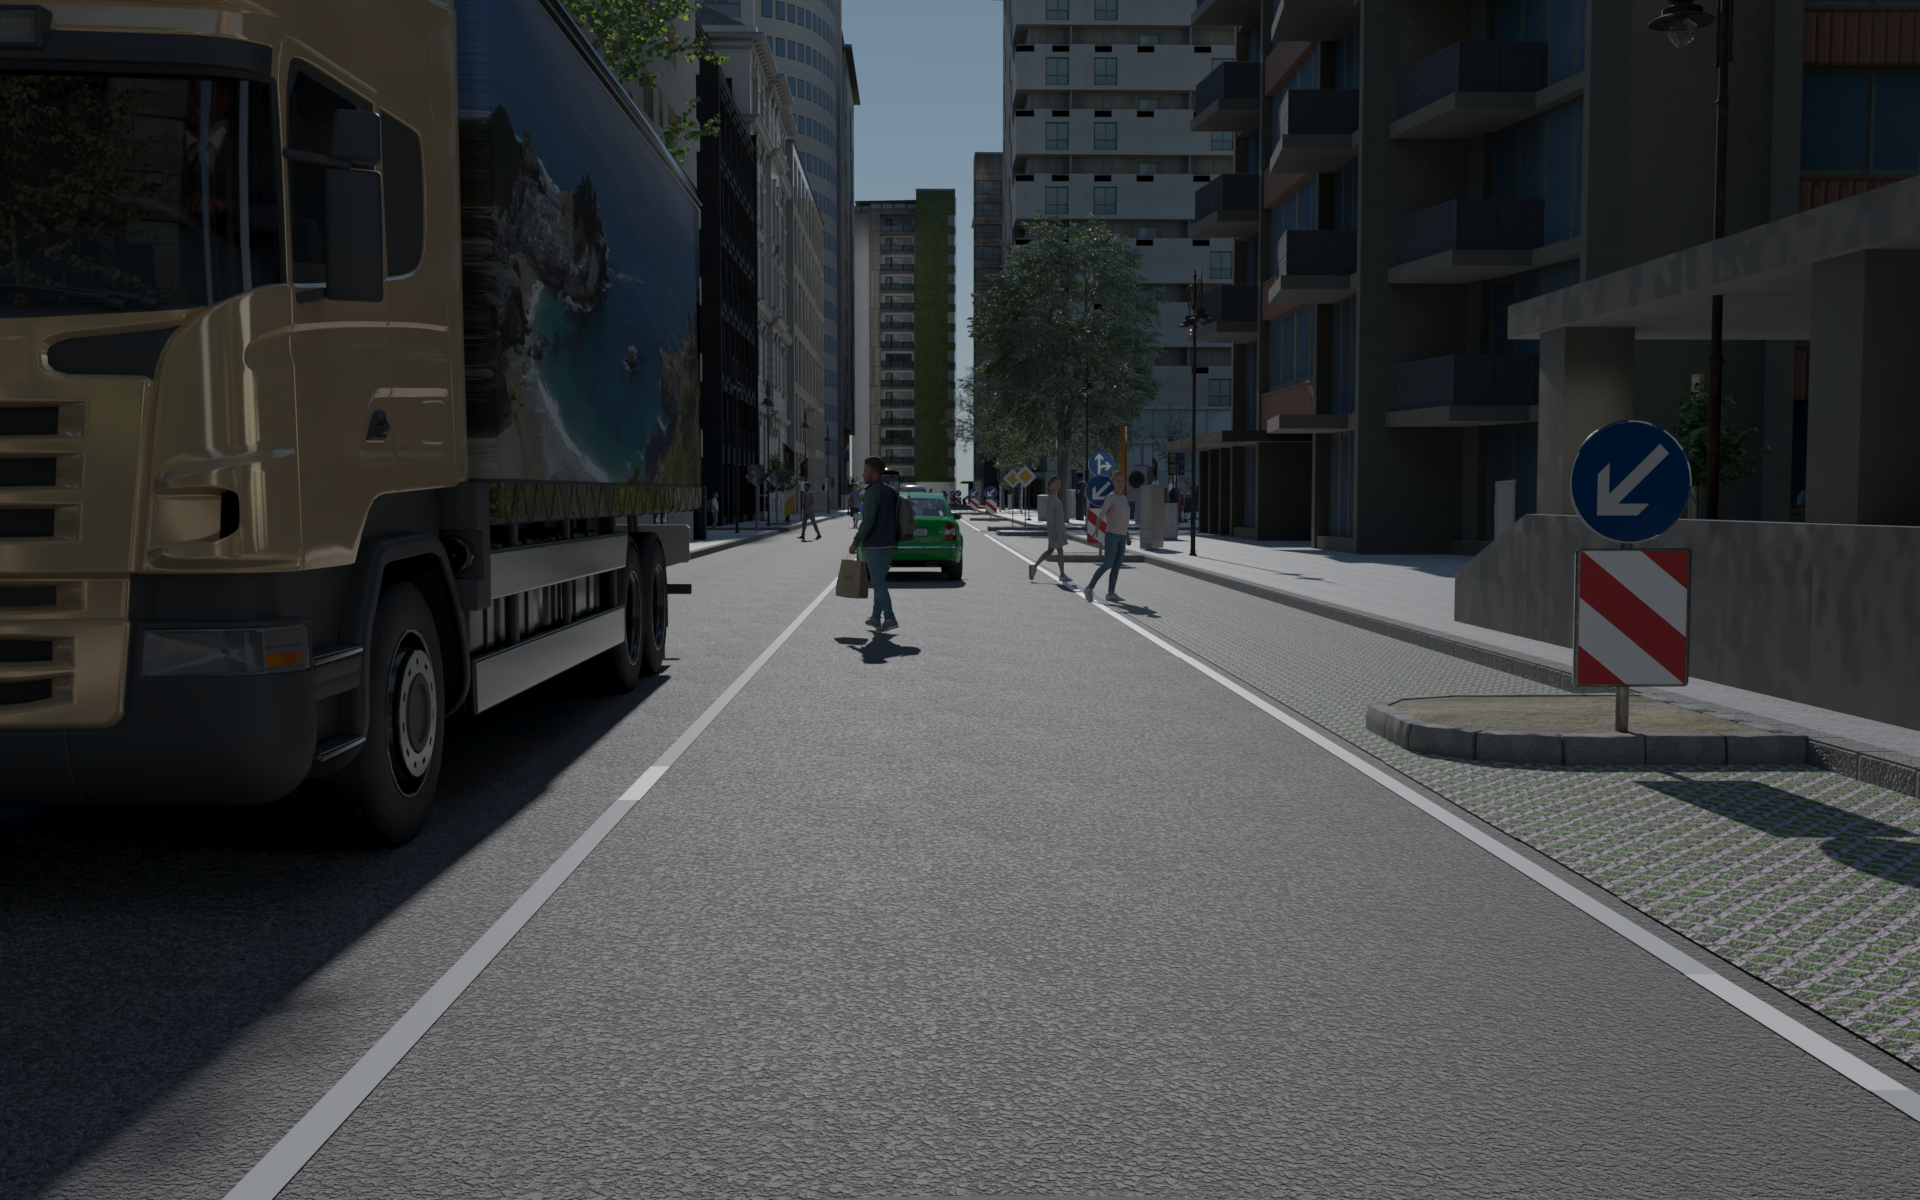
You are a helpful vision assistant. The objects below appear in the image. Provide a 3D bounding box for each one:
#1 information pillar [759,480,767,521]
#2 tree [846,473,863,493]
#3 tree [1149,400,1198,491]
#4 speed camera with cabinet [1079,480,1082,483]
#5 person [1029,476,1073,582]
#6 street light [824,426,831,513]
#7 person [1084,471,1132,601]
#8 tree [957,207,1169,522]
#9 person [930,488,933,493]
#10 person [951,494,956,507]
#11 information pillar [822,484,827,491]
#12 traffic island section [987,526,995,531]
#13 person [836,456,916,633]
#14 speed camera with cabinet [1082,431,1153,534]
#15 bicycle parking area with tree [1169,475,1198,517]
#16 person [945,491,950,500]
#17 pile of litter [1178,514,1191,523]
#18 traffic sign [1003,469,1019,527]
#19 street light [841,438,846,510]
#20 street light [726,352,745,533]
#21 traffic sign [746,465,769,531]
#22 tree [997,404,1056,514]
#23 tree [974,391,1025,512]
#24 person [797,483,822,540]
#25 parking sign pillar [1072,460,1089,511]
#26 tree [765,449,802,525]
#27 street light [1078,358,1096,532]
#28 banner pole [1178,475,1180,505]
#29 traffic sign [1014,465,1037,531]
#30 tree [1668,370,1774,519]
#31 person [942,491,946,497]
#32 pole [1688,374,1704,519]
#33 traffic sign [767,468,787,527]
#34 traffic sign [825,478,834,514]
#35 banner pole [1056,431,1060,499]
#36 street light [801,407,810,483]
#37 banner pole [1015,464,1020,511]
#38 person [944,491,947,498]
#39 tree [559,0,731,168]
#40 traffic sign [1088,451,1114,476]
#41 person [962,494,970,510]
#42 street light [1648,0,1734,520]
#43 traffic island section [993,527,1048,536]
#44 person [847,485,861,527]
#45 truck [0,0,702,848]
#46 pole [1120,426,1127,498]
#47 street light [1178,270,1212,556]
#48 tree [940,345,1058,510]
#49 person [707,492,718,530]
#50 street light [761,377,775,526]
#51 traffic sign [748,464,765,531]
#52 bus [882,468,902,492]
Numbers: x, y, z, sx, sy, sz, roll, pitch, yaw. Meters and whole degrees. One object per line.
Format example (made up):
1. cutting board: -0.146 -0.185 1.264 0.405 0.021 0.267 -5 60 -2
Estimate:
1. information pillar: -9.371 -4.779 82.631 0.304 2.012 0.304 2 4 27
2. tree: -10.091 -10.318 163.300 1.663 3.219 1.824 0 3 0
3. tree: 16.642 -11.194 133.382 4.360 8.622 3.978 0 3 0
4. speed camera with cabinet: 7.756 -7.467 116.422 2.038 3.252 0.660 -1 4 -21
5. person: 1.503 -1.164 28.274 0.760 1.731 0.466 -2 4 -26
6. street light: -8.781 -8.709 115.186 0.468 5.910 1.993 0 4 -1
7. person: 1.923 -0.850 23.065 0.598 1.740 0.731 2 4 25
8. tree: 4.767 -10.492 78.196 9.857 13.997 8.962 0 3 0
9. person: -1.957 -6.648 117.224 0.581 1.822 0.654 0 4 7
10. person: -0.572 -10.879 189.589 0.991 1.433 0.599 1 4 21
11. information pillar: -10.070 -7.613 128.968 0.304 2.012 0.304 2 4 31
12. traffic island section: 2.092 -2.795 67.975 2.009 0.180 2.903 0 4 -1
13. person: -0.885 -0.577 17.920 0.794 1.824 0.713 -3 5 -44
14. speed camera with cabinet: 5.006 -3.677 54.462 2.038 3.252 0.660 2 4 26
15. bicycle parking area with tree: 14.246 -6.647 95.680 8.231 4.147 9.016 0 4 2
16. person: -1.778 -12.698 216.092 1.348 1.826 0.705 1 4 19
17. pile of litter: 9.447 -3.878 77.363 1.719 0.858 1.176 2 4 35
18. traffic sign: 2.068 -3.930 67.897 0.795 2.450 0.064 0 4 -1
19. street light: -9.266 -10.128 138.382 0.468 5.910 1.993 0 4 -1
20. street light: -7.310 -5.129 56.641 0.468 5.910 1.993 0 4 -1
21. traffic sign: -6.986 -3.430 59.717 0.795 2.450 0.064 0 4 -1
22. tree: 4.011 -9.849 111.392 4.360 8.622 3.978 0 3 0
23. tree: 3.105 -10.577 123.289 4.737 8.622 4.395 0 3 0
24. person: -4.739 -2.798 54.526 0.850 1.792 0.678 -3 4 -38
25. parking sign pillar: 9.080 -8.704 130.786 1.447 3.967 1.447 0 4 0
26. tree: -7.742 -4.802 73.113 1.663 3.219 1.824 0 3 0
27. street light: 4.331 -5.276 59.057 0.468 5.910 1.993 0 4 -1
28. banner pole: 13.773 -7.265 108.802 0.401 3.779 0.863 1 4 17
29. traffic sign: 2.257 -3.442 59.914 0.795 2.450 0.064 0 4 -1
30. tree: 11.408 -1.973 26.863 1.663 3.219 1.824 0 3 0
31. person: -1.621 -9.425 163.046 0.568 1.767 0.683 -1 4 -19
32. pole: 12.535 -2.182 29.516 0.158 3.312 0.155 0 3 0
33. traffic sign: -7.174 -3.918 67.700 0.795 2.450 0.064 0 4 -1
34. traffic sign: -8.220 -6.553 109.276 0.606 2.300 0.079 0 4 3
35. banner pole: 3.844 -4.793 68.379 0.401 3.779 0.863 1 4 12
36. street light: -8.198 -7.289 91.958 0.468 5.910 1.993 0 4 -1
37. banner pole: 4.310 -8.544 129.718 0.401 3.779 0.863 -2 4 -28
38. person: -1.944 -12.268 209.086 0.705 1.823 1.348 2 4 33
39. tree: -6.581 -5.813 20.806 9.928 11.665 9.643 0 3 0
40. traffic sign: 4.162 -3.117 51.077 0.768 2.556 0.104 0 4 3
41. person: 0.589 -8.761 154.929 0.799 1.438 0.628 0 4 1
42. street light: 5.425 -2.422 12.383 0.468 5.910 1.993 0 4 -1
43. traffic island section: 2.280 -2.306 59.992 2.009 0.180 2.903 0 4 -1
44. person: -4.593 -4.037 74.694 0.709 1.800 0.728 -1 4 -8
45. truck: -3.472 -1.313 10.385 2.839 4.237 11.283 0 4 -1
46. pole: 4.906 -3.558 52.019 0.158 3.312 0.155 0 3 0
47. street light: 4.846 -3.858 35.863 0.468 5.910 1.993 0 4 -1
48. tree: 3.344 -13.895 137.556 12.009 13.543 11.850 0 3 0
49. person: -8.811 -3.127 62.221 0.523 1.515 0.503 -3 4 -38
50. street light: -7.616 -5.870 68.765 0.468 5.910 1.993 0 4 -1
51. traffic sign: -7.037 -3.531 59.865 0.606 2.300 0.079 0 4 7
52. bus: -7.005 -10.659 165.823 2.896 3.916 12.252 0 4 -2
